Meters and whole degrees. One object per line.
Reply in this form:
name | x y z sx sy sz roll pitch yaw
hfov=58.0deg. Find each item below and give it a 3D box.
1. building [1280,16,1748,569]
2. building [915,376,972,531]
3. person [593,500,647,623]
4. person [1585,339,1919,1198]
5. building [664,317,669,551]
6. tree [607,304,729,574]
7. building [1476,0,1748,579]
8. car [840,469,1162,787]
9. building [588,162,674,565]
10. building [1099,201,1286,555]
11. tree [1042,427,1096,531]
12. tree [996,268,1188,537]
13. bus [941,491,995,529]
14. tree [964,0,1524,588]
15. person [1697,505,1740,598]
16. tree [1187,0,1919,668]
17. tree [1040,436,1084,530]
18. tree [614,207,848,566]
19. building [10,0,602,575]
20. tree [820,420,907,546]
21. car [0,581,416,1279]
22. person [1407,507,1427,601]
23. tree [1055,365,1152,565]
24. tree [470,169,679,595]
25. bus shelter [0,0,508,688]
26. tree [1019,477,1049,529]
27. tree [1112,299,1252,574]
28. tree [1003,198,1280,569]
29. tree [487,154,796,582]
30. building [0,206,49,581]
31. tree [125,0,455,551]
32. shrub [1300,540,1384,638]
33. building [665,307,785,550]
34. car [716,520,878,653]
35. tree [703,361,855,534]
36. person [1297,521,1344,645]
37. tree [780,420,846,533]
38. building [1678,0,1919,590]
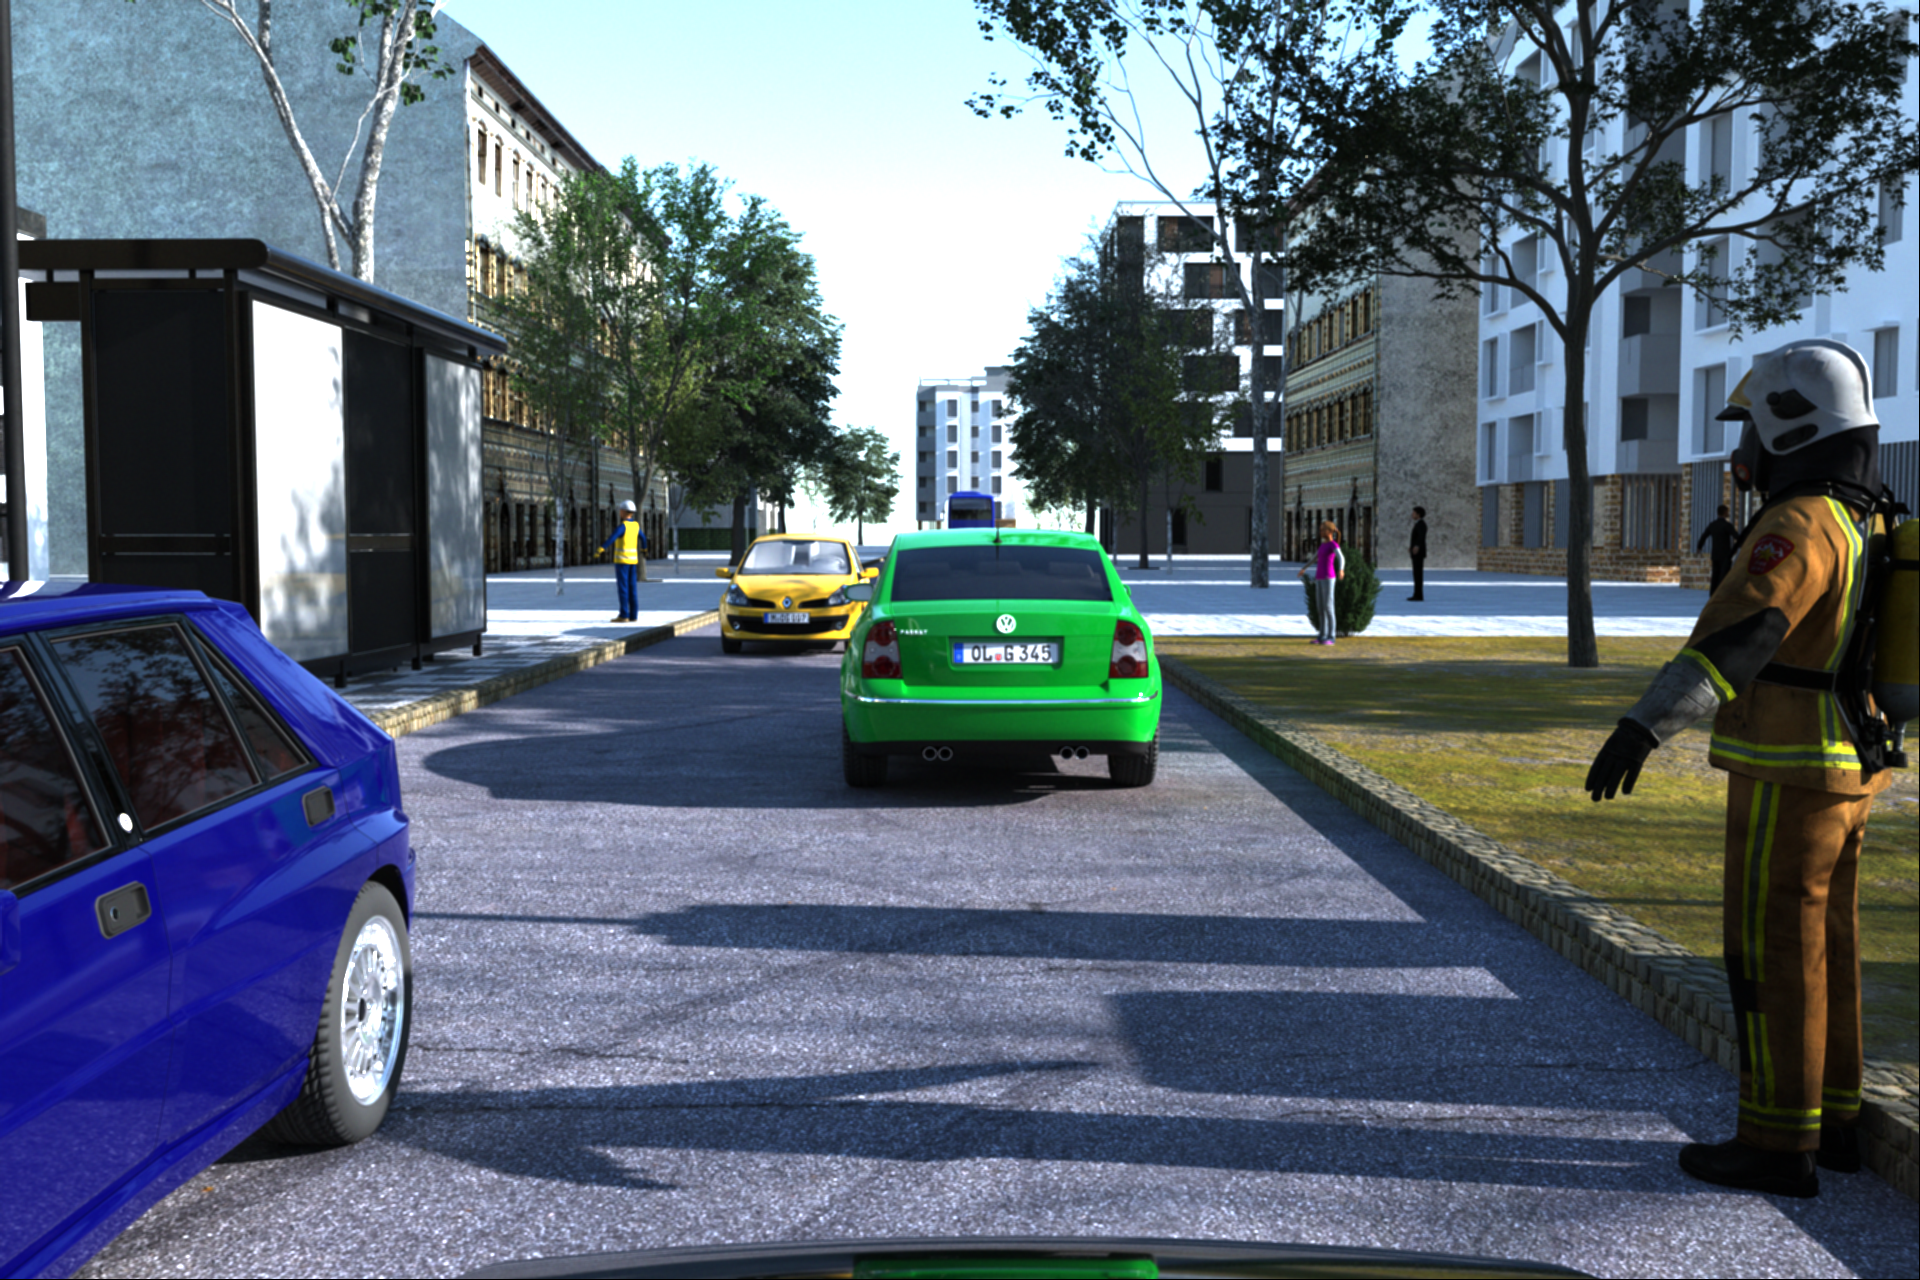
building | 24.564 -14.785 72.660 19.493 23.208 18.063 0 4 0
building | -4.815 -20.805 199.038 11.380 20.090 16.016 0 4 -1
person | -4.925 -1.149 25.242 0.721 1.772 1.216 2 4 25
person | 1.844 0.267 3.866 1.354 1.858 0.705 -3 5 -41
building | -27.006 -16.011 118.205 16.016 20.090 11.380 0 4 -1
tree | -9.126 -6.404 55.076 4.737 8.622 4.395 0 3 0
building | 22.942 -12.331 58.024 16.016 20.090 11.380 0 4 -1
car | 0.200 -0.147 11.198 1.959 1.807 4.718 0 4 -1
building | -24.421 -15.258 80.401 19.493 23.208 18.063 0 4 0
building | 23.651 -17.064 122.975 27.936 21.610 32.646 0 3 0
tree | 6.113 -8.850 95.057 4.360 8.622 3.978 0 3 0
tree | 6.394 -10.847 83.998 9.857 13.997 8.962 0 3 0
bus | 0.436 -6.598 99.419 2.896 3.916 12.251 0 4 -2
tree | 6.139 -11.241 39.684 12.611 20.169 13.585 0 3 0
person | 13.752 -1.529 31.232 0.704 1.802 1.346 -1 4 -21
tree | 5.689 -5.020 16.492 7.601 10.594 8.767 0 4 6
tree | 6.323 -9.556 106.602 4.737 8.622 4.395 0 3 0
tree | -8.891 -9.925 68.931 9.857 13.997 8.962 0 3 0
building | -24.397 -14.147 62.229 19.493 23.208 18.063 0 4 0
tree | -11.063 -17.554 193.666 9.857 13.997 8.962 0 3 0
car | -2.235 0.597 2.815 1.945 1.354 3.894 0 4 0
person | 8.780 -1.659 33.309 0.705 1.806 1.347 1 4 11
tree | 6.712 -7.492 72.860 4.360 8.622 3.978 0 3 0
tree | -8.562 -5.229 35.853 4.360 8.622 3.978 0 3 0
bus shelter | -5.933 -2.215 13.844 2.179 5.291 8.768 0 4 1
tree | 8.710 -14.865 193.407 4.737 8.622 4.395 0 3 0
tree | 6.884 -6.389 54.829 4.737 8.622 4.395 0 3 0
tree | 6.698 -9.356 63.333 12.009 13.543 11.850 0 3 0
tree | -8.517 -7.382 46.446 9.928 11.665 9.643 0 3 0
building | -24.809 -5.490 31.913 9.099 9.664 28.070 0 4 0
tree | -9.908 -10.371 25.454 12.611 20.169 13.585 0 3 0
shrub | 4.755 -0.639 21.567 1.383 1.207 1.383 0 3 0
building | -25.174 -17.386 150.714 16.747 18.905 31.486 0 4 0
car | -2.025 -0.723 22.050 2.015 1.641 3.980 0 4 0
tree | -8.863 -9.274 86.045 8.767 10.594 7.601 -3 5 -43
person | 4.196 -0.663 20.108 0.599 1.433 0.991 -1 4 -18
tree | -8.735 -9.425 104.456 4.360 8.622 3.978 0 3 0
building | 21.876 -11.118 38.195 16.016 20.090 11.380 0 4 0
